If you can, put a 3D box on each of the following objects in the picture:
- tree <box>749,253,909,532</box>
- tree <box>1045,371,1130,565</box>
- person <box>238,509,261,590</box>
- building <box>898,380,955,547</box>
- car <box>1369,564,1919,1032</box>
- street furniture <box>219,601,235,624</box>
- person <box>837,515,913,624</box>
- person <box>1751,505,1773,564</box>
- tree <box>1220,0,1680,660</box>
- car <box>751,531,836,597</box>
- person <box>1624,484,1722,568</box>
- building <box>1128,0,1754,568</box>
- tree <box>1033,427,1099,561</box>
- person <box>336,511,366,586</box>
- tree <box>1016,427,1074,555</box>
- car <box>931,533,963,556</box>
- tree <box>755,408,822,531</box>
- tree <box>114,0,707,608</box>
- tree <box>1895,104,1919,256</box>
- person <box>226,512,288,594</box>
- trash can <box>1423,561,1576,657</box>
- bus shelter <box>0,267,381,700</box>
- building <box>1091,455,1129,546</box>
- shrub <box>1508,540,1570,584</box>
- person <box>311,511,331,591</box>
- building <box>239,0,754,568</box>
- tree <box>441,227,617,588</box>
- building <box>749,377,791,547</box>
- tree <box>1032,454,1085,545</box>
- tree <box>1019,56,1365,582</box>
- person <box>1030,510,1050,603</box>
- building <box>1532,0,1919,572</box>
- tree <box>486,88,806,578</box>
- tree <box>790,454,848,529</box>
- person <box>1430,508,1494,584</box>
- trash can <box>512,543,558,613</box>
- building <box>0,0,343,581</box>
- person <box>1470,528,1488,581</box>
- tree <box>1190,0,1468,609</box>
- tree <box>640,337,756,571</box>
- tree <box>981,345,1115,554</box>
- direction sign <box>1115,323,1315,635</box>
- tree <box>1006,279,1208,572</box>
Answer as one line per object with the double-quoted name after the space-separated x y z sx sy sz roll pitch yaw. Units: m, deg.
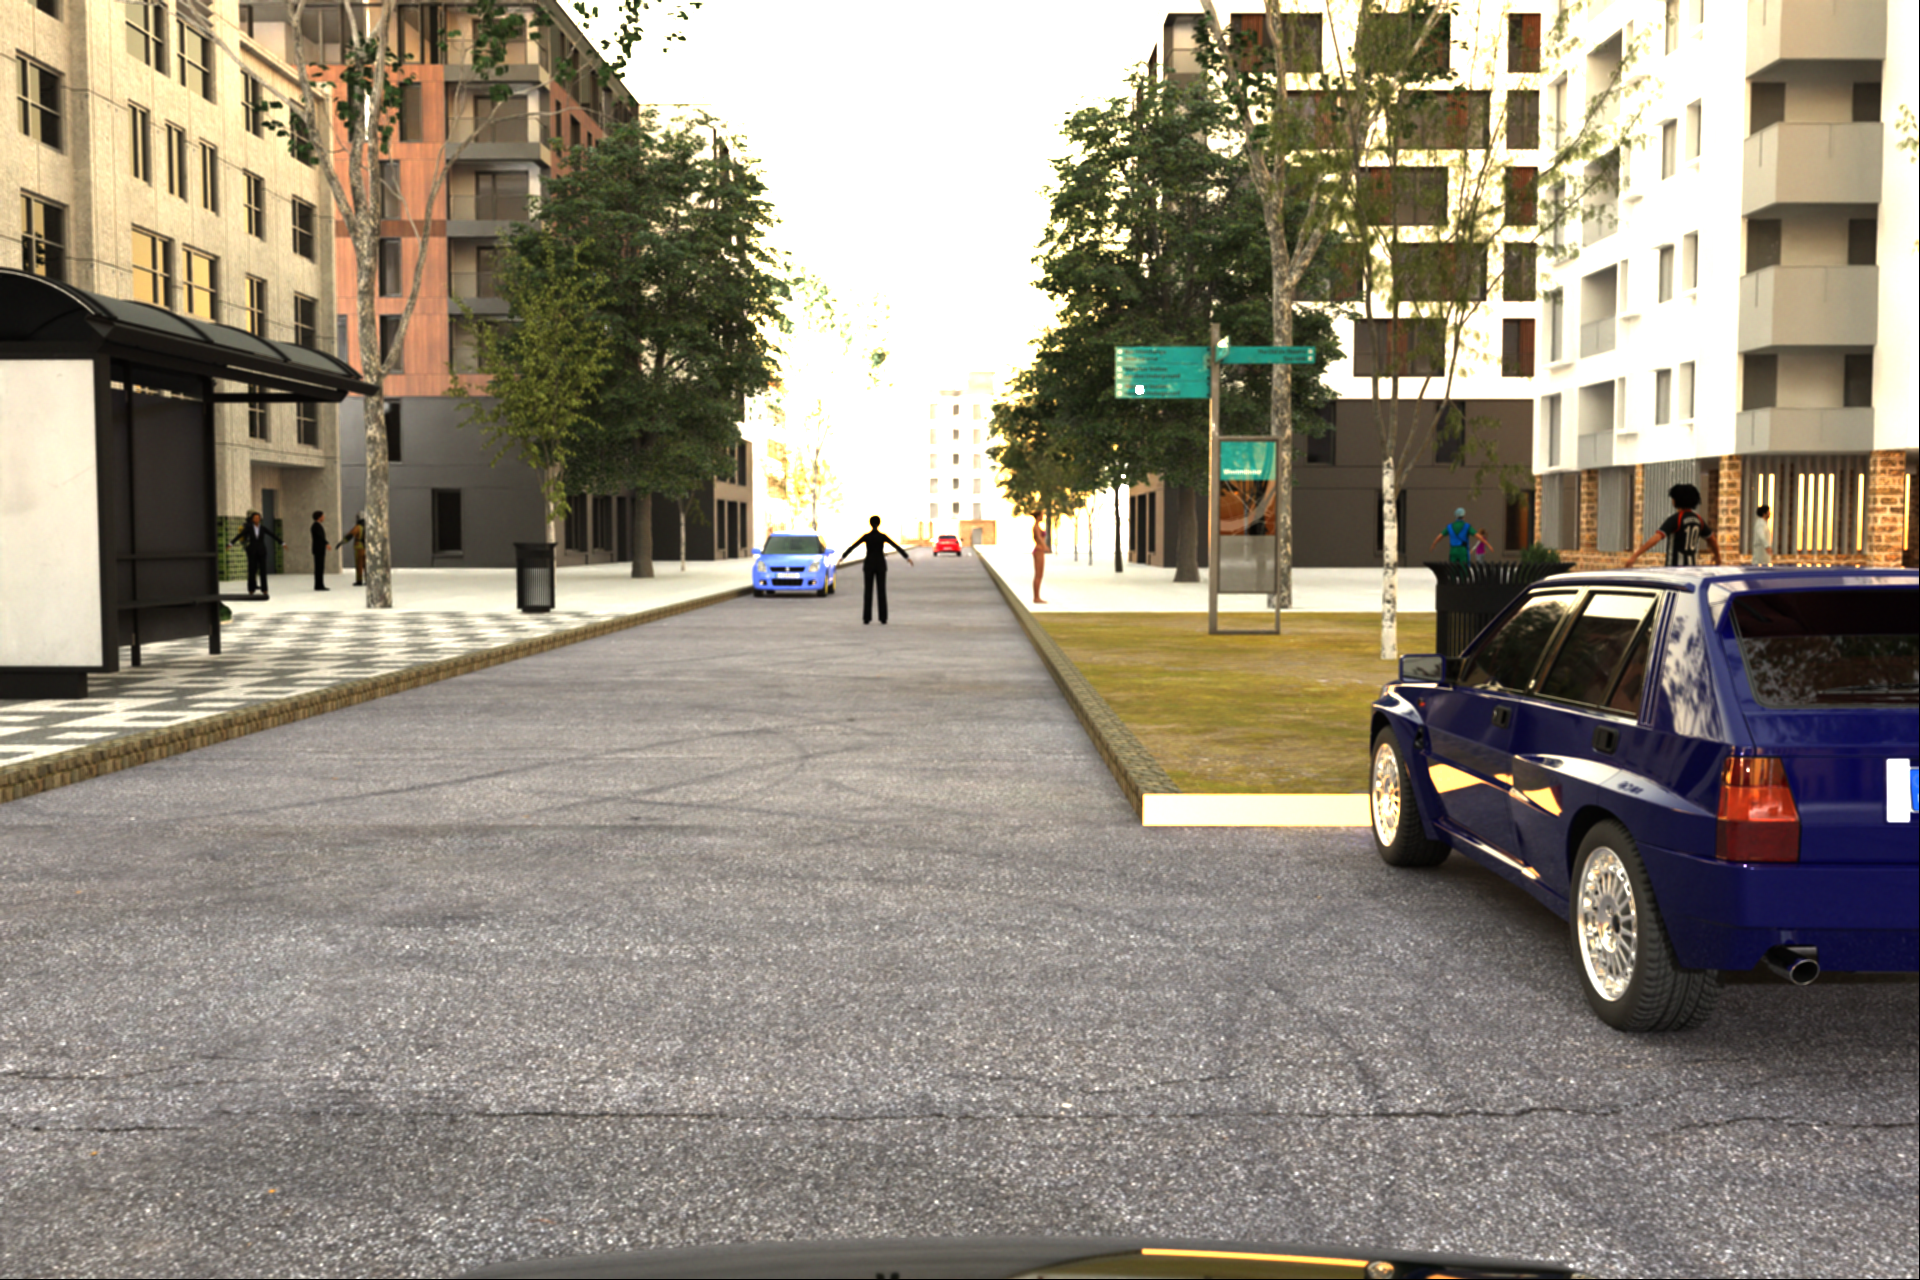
-9.524 -15.836 114.804 12.611 20.169 13.585 0 3 0 "tree"
5.371 -7.377 70.983 4.360 8.622 3.978 0 3 0 "tree"
-16.373 -2.102 40.152 0.705 1.856 1.354 -2 4 -30 "person"
-6.886 -21.121 204.199 11.380 20.090 16.016 0 4 -3 "building"
2.707 0.382 6.334 1.945 1.354 3.894 0 4 -1 "car"
-13.900 -0.460 23.145 5.734 0.657 10.072 1 4 18 "street furniture"
-1.356 -1.130 27.646 1.216 1.740 0.721 0 4 -3 "person"
14.739 -1.563 31.734 0.705 1.806 1.347 2 4 23 "person"
4.301 -4.119 17.713 4.360 8.622 3.978 0 3 0 "tree"
-3.856 -1.890 40.491 1.945 1.707 3.694 0 3 0 "car"
7.820 -0.777 18.840 1.345 1.843 0.704 -2 4 -23 "person"
21.676 -14.536 81.644 27.936 21.610 32.646 0 3 0 "building"
5.436 -8.001 81.175 4.360 8.622 3.978 0 3 0 "tree"
-14.883 -2.283 43.089 0.705 1.858 1.354 3 4 36 "person"
5.989 -9.372 103.592 4.360 8.622 3.978 0 3 0 "tree"
-0.854 -6.397 113.623 2.155 1.783 4.494 0 4 -1 "car"
-9.678 -9.205 100.868 4.360 8.622 3.978 0 3 0 "tree"
-10.260 -10.527 28.013 12.611 20.169 13.585 0 3 0 "tree"
12.661 -4.230 19.519 4.360 8.622 3.978 0 3 0 "tree"
-14.764 -1.815 36.393 1.216 1.740 0.721 -2 4 -25 "person"
2.749 0.170 8.875 0.748 1.137 0.748 0 3 0 "trash can"
-7.290 -1.344 15.901 2.014 3.302 5.546 0 4 1 "bus shelter"
19.359 -14.724 182.881 9.099 9.664 28.070 0 4 0 "building"
7.965 -0.778 23.842 1.383 1.207 1.383 0 3 0 "shrub"
-14.564 -2.034 39.441 0.705 1.806 1.347 -2 4 -31 "person"
-25.736 -14.469 80.541 27.936 21.610 32.646 0 4 1 "building"
-9.907 -5.542 40.978 4.737 8.622 4.395 0 3 0 "tree"
-27.662 -20.987 174.067 19.493 23.208 18.063 0 4 0 "building"
11.278 -17.107 205.454 9.928 11.665 9.643 0 3 0 "tree"
6.017 -8.518 45.930 9.857 13.997 8.962 0 3 0 "tree"
1.541 -1.559 32.286 0.721 1.733 1.217 0 4 -5 "person"
21.075 -11.606 46.172 16.016 20.090 11.380 0 4 0 "building"
-9.425 -8.807 50.651 9.857 13.997 8.962 0 3 0 "tree"
-16.365 -16.265 200.340 7.601 10.594 8.767 0 4 5 "tree"
10.332 -1.814 35.781 1.347 1.817 0.704 3 4 37 "person"
-6.967 -1.026 28.433 0.748 1.137 0.748 0 3 0 "trash can"
-28.090 -10.582 39.467 16.747 18.905 31.486 0 4 -1 "building"
13.301 -2.150 44.426 0.599 1.433 0.991 3 4 39 "person"
6.686 -10.550 28.386 12.611 20.169 13.585 0 3 0 "tree"
-9.865 -6.708 60.033 4.360 8.622 3.978 0 3 0 "tree"
5.677 -12.593 112.557 9.857 13.997 8.962 0 3 0 "tree"
3.223 -2.001 21.486 2.525 3.948 1.411 0 4 1 "direction sign"
5.038 -7.559 57.998 7.601 10.594 8.767 -1 4 -22 "tree"
